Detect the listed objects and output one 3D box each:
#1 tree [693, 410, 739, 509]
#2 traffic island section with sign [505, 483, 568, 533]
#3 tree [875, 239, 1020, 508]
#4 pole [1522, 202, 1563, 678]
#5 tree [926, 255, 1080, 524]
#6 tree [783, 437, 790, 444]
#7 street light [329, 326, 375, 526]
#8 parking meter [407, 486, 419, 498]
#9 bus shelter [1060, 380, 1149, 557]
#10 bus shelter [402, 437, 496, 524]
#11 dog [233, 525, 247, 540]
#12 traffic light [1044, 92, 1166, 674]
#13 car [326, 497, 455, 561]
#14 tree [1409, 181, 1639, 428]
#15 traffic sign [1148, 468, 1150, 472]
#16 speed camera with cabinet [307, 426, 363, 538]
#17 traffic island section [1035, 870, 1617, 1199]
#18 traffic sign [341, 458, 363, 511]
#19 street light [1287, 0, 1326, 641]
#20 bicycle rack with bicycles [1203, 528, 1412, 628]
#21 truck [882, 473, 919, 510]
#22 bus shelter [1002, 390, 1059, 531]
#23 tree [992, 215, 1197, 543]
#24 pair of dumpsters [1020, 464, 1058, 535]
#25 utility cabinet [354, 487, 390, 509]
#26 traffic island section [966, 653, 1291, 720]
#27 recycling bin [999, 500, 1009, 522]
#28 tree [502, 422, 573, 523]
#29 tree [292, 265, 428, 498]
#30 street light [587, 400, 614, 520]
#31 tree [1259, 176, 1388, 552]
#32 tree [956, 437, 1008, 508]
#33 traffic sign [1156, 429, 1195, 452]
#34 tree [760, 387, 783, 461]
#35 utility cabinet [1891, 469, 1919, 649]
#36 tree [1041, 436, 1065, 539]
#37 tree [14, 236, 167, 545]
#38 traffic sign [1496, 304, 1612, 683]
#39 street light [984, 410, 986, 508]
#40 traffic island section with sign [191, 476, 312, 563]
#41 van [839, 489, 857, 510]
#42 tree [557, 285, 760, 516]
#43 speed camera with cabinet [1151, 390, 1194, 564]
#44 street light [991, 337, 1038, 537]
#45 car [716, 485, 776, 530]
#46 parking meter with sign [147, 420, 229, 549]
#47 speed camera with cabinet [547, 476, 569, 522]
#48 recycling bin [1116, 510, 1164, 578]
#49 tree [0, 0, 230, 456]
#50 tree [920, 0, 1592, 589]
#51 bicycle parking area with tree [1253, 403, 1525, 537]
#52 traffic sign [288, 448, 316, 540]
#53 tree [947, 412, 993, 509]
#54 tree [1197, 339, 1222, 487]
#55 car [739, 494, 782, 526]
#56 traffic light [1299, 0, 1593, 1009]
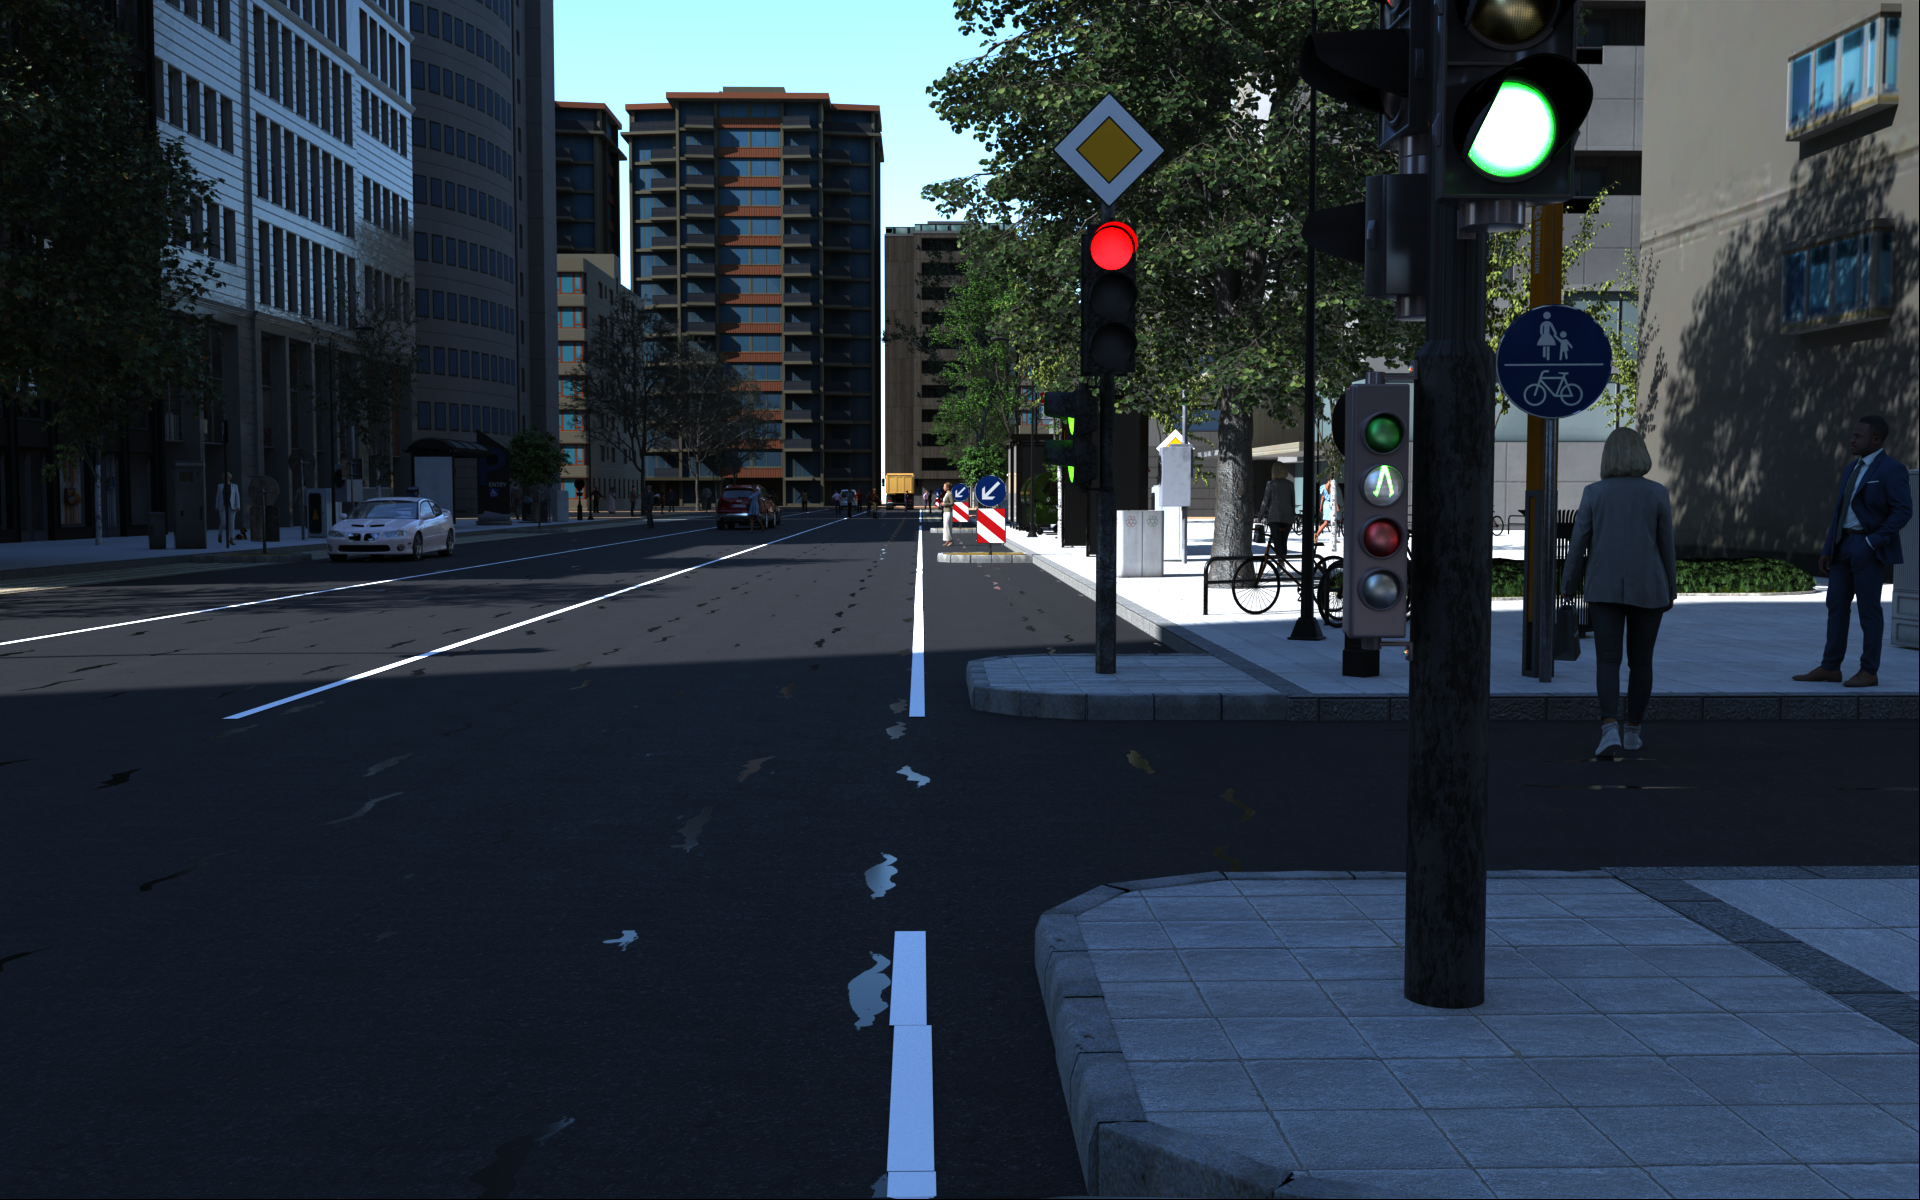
[{"bbox_3d":[-20.464,-11.911,145.103,4.360,8.622,3.978,0,3,0],"label":"tree"},{"bbox_3d":[-15.511,-3.364,63.621,1.989,1.847,2.006,0,4,-1],"label":"traffic island section with sign"},{"bbox_3d":[0.469,-16.744,129.658,12.611,20.169,13.585,0,3,0],"label":"tree"},{"bbox_3d":[4.063,-1.115,12.078,0.158,3.312,0.155,0,3,0],"label":"pole"},{"bbox_3d":[2.382,-9.123,74.911,9.928,11.665,9.643,0,3,0],"label":"tree"},{"bbox_3d":[-21.013,-15.387,161.951,12.009,13.543,11.850,0,3,0],"label":"tree"},{"bbox_3d":[-16.851,-4.613,47.968,1.470,5.913,1.316,0,4,-1],"label":"street light"},{"bbox_3d":[-17.922,-2.958,56.780,0.372,1.533,0.369,0,3,0],"label":"parking meter"},{"bbox_3d":[3.014,-2.885,38.450,1.731,3.624,6.357,0,4,-1],"label":"bus shelter"},{"bbox_3d":[-18.926,-4.314,64.458,2.014,3.302,5.546,0,4,-1],"label":"bus shelter"},{"bbox_3d":[-20.229,-1.885,48.558,0.550,0.427,0.748,3,4,38],"label":"dog"},{"bbox_3d":[1.026,-1.430,12.302,0.839,4.253,0.868,0,4,-1],"label":"traffic light"},{"bbox_3d":[-12.586,-1.601,38.530,2.083,1.381,4.827,0,4,-3],"label":"car"},{"bbox_3d":[10.126,-5.051,32.943,4.737,8.622,4.395,0,3,0],"label":"tree"},{"bbox_3d":[4.143,-2.557,41.805,0.884,2.594,0.081,0,4,1],"label":"traffic sign"},{"bbox_3d":[-18.293,-3.442,50.617,2.038,3.252,0.660,3,4,37],"label":"speed camera with cabinet"},{"bbox_3d":[1.247,1.092,4.434,2.009,0.180,2.903,0,4,-1],"label":"traffic island section"},{"bbox_3d":[-17.312,-2.888,49.351,0.606,2.300,0.079,0,4,3],"label":"traffic sign"},{"bbox_3d":[2.523,-2.604,15.116,1.470,5.913,1.316,0,4,-1],"label":"street light"},{"bbox_3d":[4.032,-0.288,18.085,2.925,0.926,2.852,-2,4,-32],"label":"bicycle rack with bicycles"},{"bbox_3d":[-5.529,-10.025,159.834,3.469,3.379,9.791,0,4,-2],"label":"truck"},{"bbox_3d":[2.731,-5.311,64.464,2.179,5.291,8.768,0,4,-1],"label":"bus shelter"},{"bbox_3d":[2.820,-5.795,45.114,4.737,8.622,4.395,0,3,0],"label":"tree"},{"bbox_3d":[2.869,-3.284,56.187,1.574,2.255,4.437,0,4,-1],"label":"pair of dumpsters"},{"bbox_3d":[-19.709,-3.021,58.071,1.173,1.500,0.318,-1,4,-18],"label":"utility cabinet"},{"bbox_3d":[1.067,0.603,12.417,2.009,0.180,2.903,0,4,-1],"label":"traffic island section"},{"bbox_3d":[2.119,-3.948,77.106,0.722,1.027,0.722,0,4,-4],"label":"recycling bin"},{"bbox_3d":[-18.976,-5.722,77.271,4.285,4.588,4.351,0,3,0],"label":"tree"},{"bbox_3d":[-18.697,-6.394,54.902,4.360,8.622,3.978,0,3,0],"label":"tree"},{"bbox_3d":[-17.724,-6.907,85.478,1.470,5.913,1.316,0,4,-1],"label":"street light"},{"bbox_3d":[8.090,-5.382,38.353,4.360,8.622,3.978,0,3,0],"label":"tree"},{"bbox_3d":[1.403,-7.116,100.067,4.285,4.588,4.351,0,3,0],"label":"tree"},{"bbox_3d":[4.356,-2.152,34.914,0.795,2.593,0.064,0,4,7],"label":"traffic sign"},{"bbox_3d":[-20.004,-13.482,130.800,12.009,13.543,11.850,0,3,0],"label":"tree"},{"bbox_3d":[7.982,-0.320,13.913,0.318,1.500,1.173,0,4,-4],"label":"utility cabinet"},{"bbox_3d":[3.292,-3.373,49.746,1.663,3.219,1.824,0,3,0],"label":"tree"},{"bbox_3d":[-21.916,-5.688,43.355,4.737,8.622,4.395,0,3,0],"label":"tree"},{"bbox_3d":[3.992,-0.711,11.735,0.768,2.556,0.104,0,4,5],"label":"traffic sign"},{"bbox_3d":[0.735,-7.029,87.461,1.470,5.913,1.316,0,4,-1],"label":"street light"},{"bbox_3d":[-14.908,-1.715,36.673,1.989,1.847,2.006,0,4,-1],"label":"traffic island section with sign"},{"bbox_3d":[-10.078,-9.180,157.098,2.013,2.044,4.112,0,4,-2],"label":"van"},{"bbox_3d":[-18.965,-11.759,102.625,12.009,13.543,11.850,0,3,0],"label":"tree"},{"bbox_3d":[3.983,-2.347,32.710,0.660,3.252,2.038,0,4,2],"label":"speed camera with cabinet"},{"bbox_3d":[1.608,-4.816,51.288,1.470,5.913,1.316,0,4,-1],"label":"street light"},{"bbox_3d":[-8.807,-3.841,71.470,2.281,1.827,5.304,0,4,0],"label":"car"},{"bbox_3d":[-18.067,-2.708,40.539,1.738,3.016,0.543,-2,4,-29],"label":"parking meter with sign"},{"bbox_3d":[-18.958,-5.333,81.532,0.660,3.252,2.038,-2,4,-27],"label":"speed camera with cabinet"},{"bbox_3d":[2.726,-0.878,26.904,0.722,1.027,0.722,-1,4,-12],"label":"recycling bin"},{"bbox_3d":[-17.296,-6.882,29.521,9.611,12.733,9.660,0,3,0],"label":"tree"},{"bbox_3d":[3.670,-7.141,23.417,9.857,13.997,8.962,0,3,0],"label":"tree"},{"bbox_3d":[13.742,-4.182,55.382,8.231,4.147,9.016,0,4,-3],"label":"bicycle parking area with tree"},{"bbox_3d":[-18.333,-2.946,48.270,0.768,2.556,0.104,0,4,1],"label":"traffic sign"},{"bbox_3d":[1.091,-12.279,151.122,4.360,8.622,3.978,0,3,0],"label":"tree"},{"bbox_3d":[6.826,-6.471,56.159,4.737,8.622,4.395,0,3,0],"label":"tree"},{"bbox_3d":[-9.240,-4.291,79.938,2.009,1.686,4.222,0,4,-2],"label":"car"},{"bbox_3d":[-0.883,-1.802,4.131,4.771,5.953,1.251,0,4,-1],"label":"traffic light"}]
